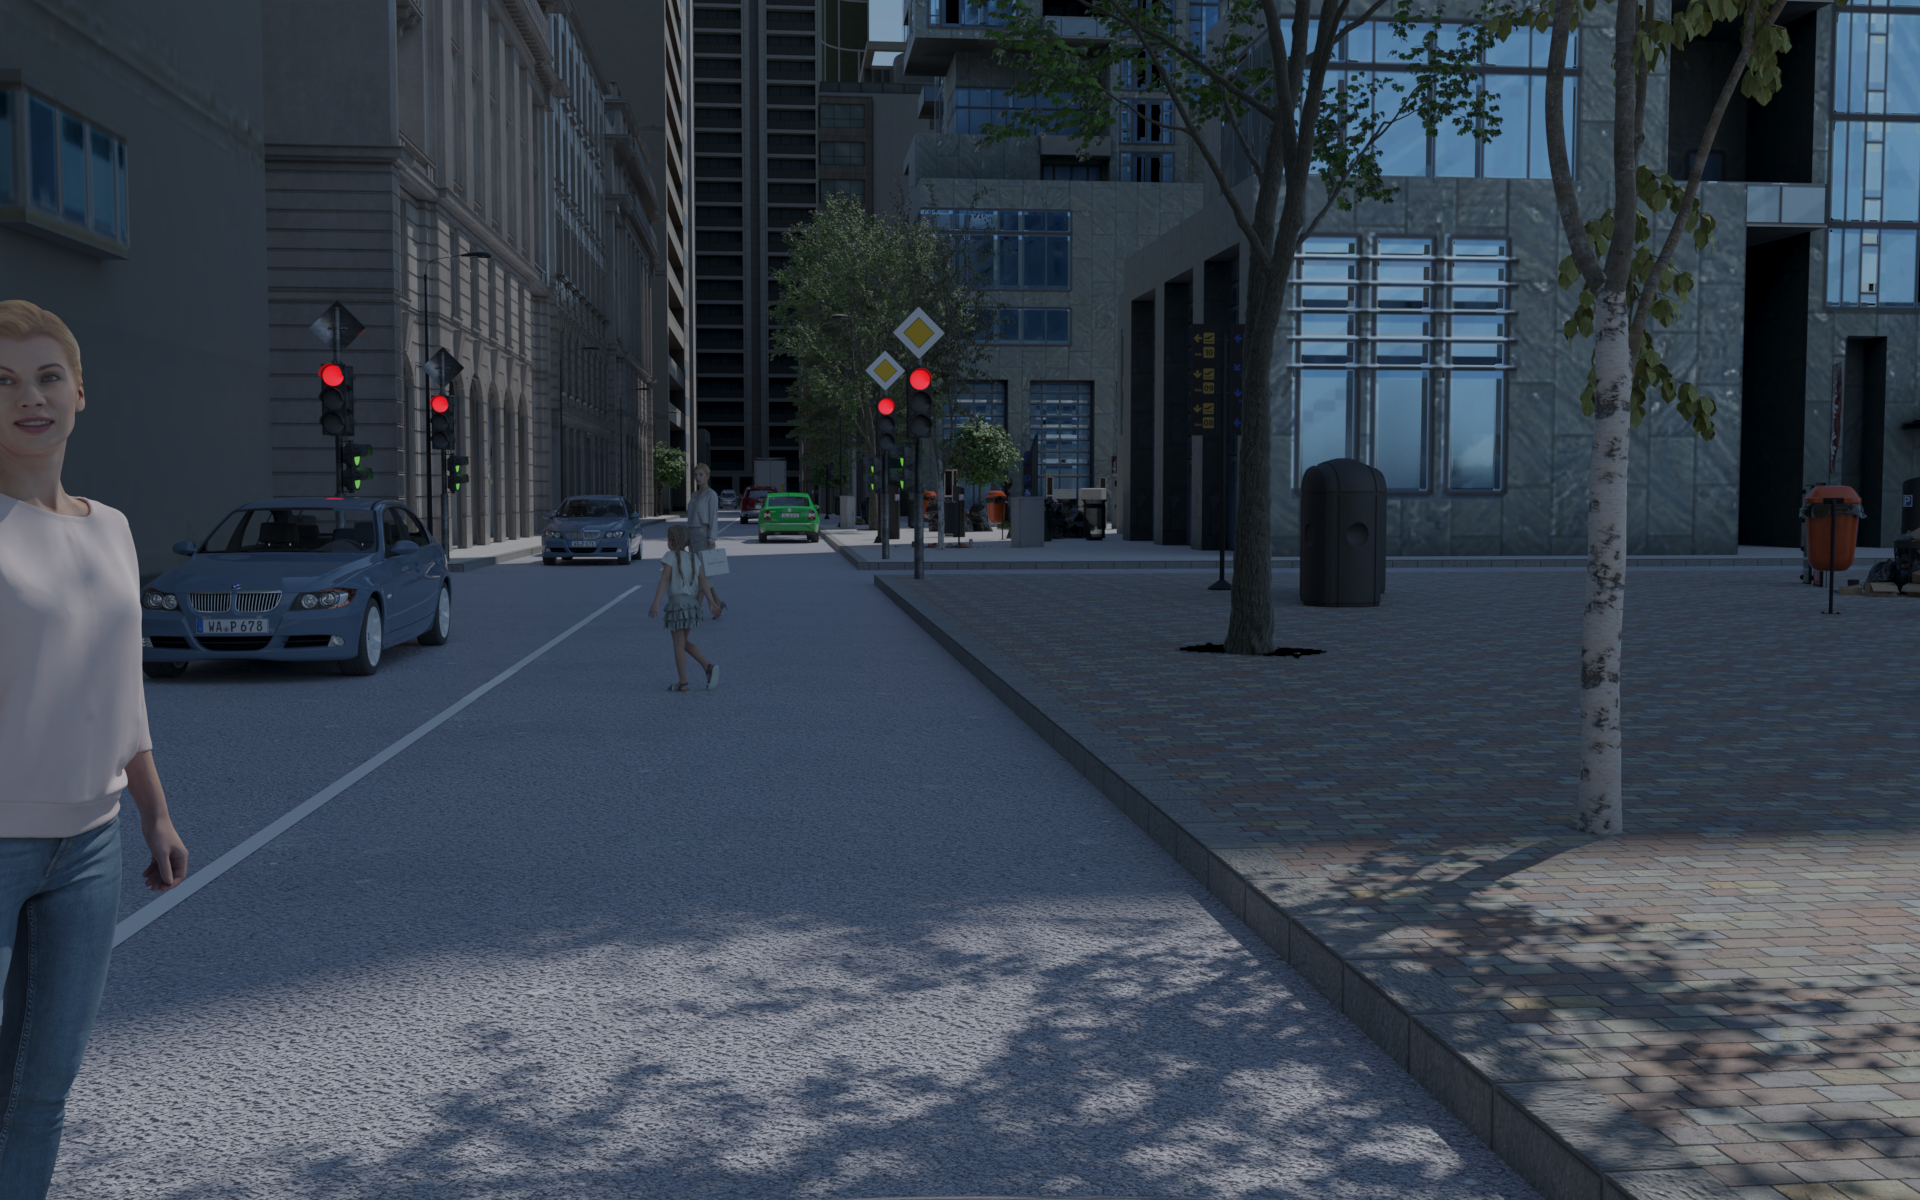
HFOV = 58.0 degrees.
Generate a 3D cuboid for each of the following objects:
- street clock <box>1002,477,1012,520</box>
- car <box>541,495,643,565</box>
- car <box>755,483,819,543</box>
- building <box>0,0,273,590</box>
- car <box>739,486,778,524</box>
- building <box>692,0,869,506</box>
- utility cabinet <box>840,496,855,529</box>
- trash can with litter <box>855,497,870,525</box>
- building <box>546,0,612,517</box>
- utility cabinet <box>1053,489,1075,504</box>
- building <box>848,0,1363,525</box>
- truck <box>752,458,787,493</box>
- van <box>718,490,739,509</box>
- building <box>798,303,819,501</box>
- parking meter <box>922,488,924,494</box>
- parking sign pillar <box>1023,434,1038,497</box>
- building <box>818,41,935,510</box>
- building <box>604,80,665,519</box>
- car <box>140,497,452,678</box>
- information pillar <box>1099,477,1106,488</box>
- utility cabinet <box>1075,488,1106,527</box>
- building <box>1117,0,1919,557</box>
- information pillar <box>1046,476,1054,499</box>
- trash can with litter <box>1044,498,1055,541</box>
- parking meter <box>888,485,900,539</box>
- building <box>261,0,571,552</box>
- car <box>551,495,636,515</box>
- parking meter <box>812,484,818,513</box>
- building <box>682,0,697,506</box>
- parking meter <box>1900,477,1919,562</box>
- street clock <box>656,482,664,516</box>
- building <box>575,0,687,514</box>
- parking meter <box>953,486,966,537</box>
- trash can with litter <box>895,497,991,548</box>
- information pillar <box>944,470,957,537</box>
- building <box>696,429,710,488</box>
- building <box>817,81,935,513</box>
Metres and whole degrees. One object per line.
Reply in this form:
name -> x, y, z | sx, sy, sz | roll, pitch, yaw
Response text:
street clock -> 2.017, -4.255, 74.136 | 0.358, 2.002, 0.471 | 3, 4, 36
car -> -7.684, -1.496, 36.460 | 2.014, 1.417, 4.499 | 0, 4, -6
car -> -5.212, -2.663, 52.343 | 1.959, 1.807, 4.718 | 0, 4, -7
building -> -19.216, -23.741, 11.864 | 21.600, 48.544, 21.300 | 0, 4, -6
car -> -9.610, -4.606, 83.987 | 2.281, 1.827, 5.304 | 0, 4, -5
building -> -20.802, -46.648, 200.950 | 20.611, 71.187, 20.563 | 0, 4, -6
utility cabinet -> -4.133, -3.222, 63.840 | 0.306, 1.237, 1.020 | 1, 4, 14
trash can with litter -> -3.950, -3.717, 72.159 | 0.624, 1.170, 1.055 | 2, 4, 26
building -> -18.859, -13.224, 65.362 | 9.793, 20.994, 18.267 | 0, 4, -6
utility cabinet -> 4.487, -4.116, 75.976 | 1.173, 1.500, 0.318 | -1, 4, -22
building -> 5.698, -47.707, 92.679 | 22.319, 86.520, 31.000 | 0, 4, -6
truck -> -15.253, -9.183, 139.059 | 2.839, 4.237, 11.283 | 0, 4, -7
van -> -22.392, -9.813, 167.460 | 2.013, 2.044, 4.112 | 0, 4, -6
building -> -1.908, -19.976, 171.640 | 27.650, 21.520, 28.899 | 0, 4, -6
parking meter -> -1.649, -3.795, 70.466 | 0.372, 1.533, 0.369 | 0, 3, 0
parking sign pillar -> 3.170, -5.454, 77.646 | 1.447, 3.967, 1.447 | 1, 4, 14
building -> 3.989, -27.722, 145.142 | 32.217, 40.220, 23.993 | 0, 4, -6
building -> -22.122, -14.950, 86.230 | 13.314, 21.916, 24.055 | 0, 4, -6
car -> -5.628, -0.189, 15.091 | 2.014, 1.417, 4.499 | 0, 4, -5
information pillar -> 6.227, -4.355, 75.699 | 0.304, 2.012, 0.304 | 0, 4, -1
utility cabinet -> 5.054, -3.524, 66.293 | 0.318, 1.500, 1.173 | -3, 5, -43
building -> 20.132, -44.812, 45.354 | 31.000, 86.520, 22.319 | 0, 4, -6
information pillar -> 3.730, -4.142, 72.210 | 0.304, 2.012, 0.304 | 0, 4, -3
trash can with litter -> 2.088, -2.178, 47.000 | 0.624, 1.170, 1.055 | -3, 5, -40
parking meter -> -1.892, -2.488, 49.084 | 0.372, 1.533, 0.369 | 0, 3, 0
building -> -17.822, -12.335, 43.485 | 13.314, 21.916, 24.055 | 0, 4, -6
car -> -8.771, -1.822, 41.798 | 2.014, 1.417, 4.499 | 0, 4, -4
parking meter -> -8.164, -5.619, 97.586 | 0.255, 1.863, 0.399 | -2, 4, -34
building -> -32.971, -36.656, 141.320 | 21.231, 58.520, 28.212 | 0, 4, -6
parking meter -> 13.403, -0.970, 24.279 | 0.372, 1.533, 0.369 | 0, 3, 0
street clock -> -17.495, -5.888, 100.843 | 0.471, 2.002, 0.358 | 0, 4, 4
building -> -29.997, -30.168, 116.940 | 21.300, 48.544, 21.600 | 0, 4, -6
parking meter -> -0.030, -2.635, 51.494 | 0.372, 1.533, 0.369 | 0, 3, 0
trash can with litter -> -0.512, -1.869, 41.617 | 2.233, 1.210, 1.678 | 2, 4, 32
information pillar -> -0.281, -2.919, 52.223 | 0.304, 2.012, 0.304 | 2, 4, 25
building -> -40.782, -52.376, 169.019 | 31.000, 86.520, 22.319 | 0, 4, -6
building -> -3.298, -21.642, 125.545 | 14.160, 30.474, 14.107 | 0, 4, -6
